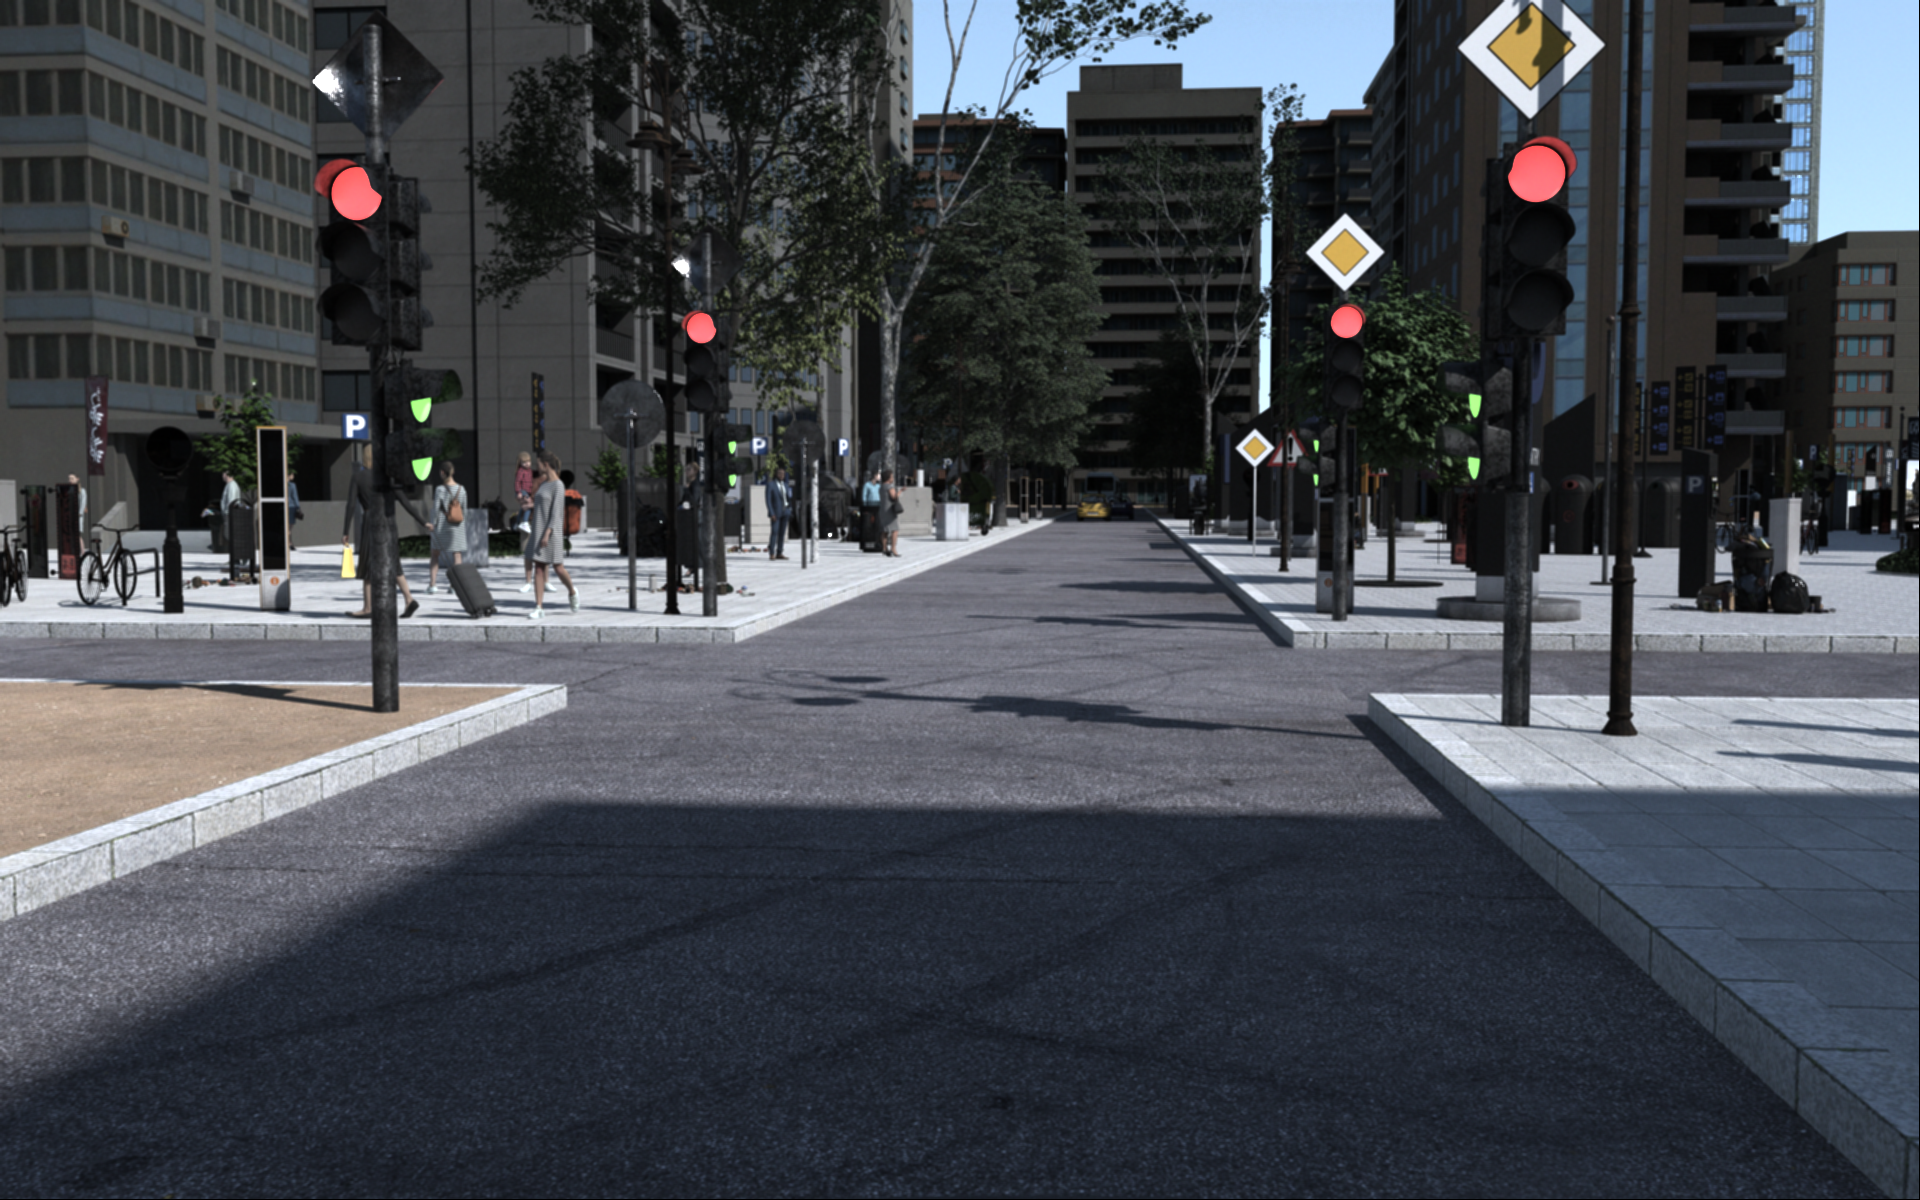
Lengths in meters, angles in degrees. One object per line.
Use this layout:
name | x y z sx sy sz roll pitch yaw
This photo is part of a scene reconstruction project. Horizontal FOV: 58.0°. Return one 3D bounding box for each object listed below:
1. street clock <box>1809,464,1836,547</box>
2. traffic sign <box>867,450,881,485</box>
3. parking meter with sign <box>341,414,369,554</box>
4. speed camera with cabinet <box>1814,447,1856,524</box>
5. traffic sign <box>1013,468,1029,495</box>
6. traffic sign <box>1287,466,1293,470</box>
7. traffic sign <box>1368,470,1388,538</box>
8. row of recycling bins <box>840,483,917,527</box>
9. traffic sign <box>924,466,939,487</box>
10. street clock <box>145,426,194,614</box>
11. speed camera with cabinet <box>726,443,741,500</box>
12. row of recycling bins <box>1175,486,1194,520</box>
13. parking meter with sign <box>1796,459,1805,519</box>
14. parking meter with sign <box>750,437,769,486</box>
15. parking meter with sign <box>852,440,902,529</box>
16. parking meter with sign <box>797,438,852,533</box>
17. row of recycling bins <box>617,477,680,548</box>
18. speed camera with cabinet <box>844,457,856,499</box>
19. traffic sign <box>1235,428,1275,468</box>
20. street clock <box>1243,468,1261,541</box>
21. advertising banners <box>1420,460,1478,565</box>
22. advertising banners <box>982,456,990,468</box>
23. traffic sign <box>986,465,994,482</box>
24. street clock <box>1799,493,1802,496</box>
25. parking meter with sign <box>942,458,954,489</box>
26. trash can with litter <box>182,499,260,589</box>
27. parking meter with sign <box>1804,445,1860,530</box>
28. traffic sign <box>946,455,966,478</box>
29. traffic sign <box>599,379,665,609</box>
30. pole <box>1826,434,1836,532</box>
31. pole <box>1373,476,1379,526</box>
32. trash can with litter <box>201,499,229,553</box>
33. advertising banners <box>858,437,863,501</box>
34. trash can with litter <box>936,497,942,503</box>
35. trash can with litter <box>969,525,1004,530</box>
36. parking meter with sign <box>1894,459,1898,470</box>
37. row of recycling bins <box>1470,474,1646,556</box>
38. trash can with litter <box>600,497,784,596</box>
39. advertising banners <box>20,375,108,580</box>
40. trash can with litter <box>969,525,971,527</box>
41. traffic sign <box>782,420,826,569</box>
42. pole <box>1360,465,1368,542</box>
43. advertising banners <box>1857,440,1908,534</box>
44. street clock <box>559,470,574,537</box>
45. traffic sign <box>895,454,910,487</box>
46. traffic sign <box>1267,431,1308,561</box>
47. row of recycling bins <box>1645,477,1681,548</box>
street clock | 21.081 -2.307 42.287 0.358 2.002 0.471 -3 4 -38
traffic sign | -2.349 -3.081 50.475 0.768 2.556 0.104 1 4 13
parking meter with sign | -12.704 -2.490 36.976 0.543 3.016 1.738 -2 4 -32
speed camera with cabinet | 36.880 -4.814 73.047 2.038 3.252 0.660 -2 4 -25
traffic sign | 2.949 -5.123 83.864 0.768 2.556 0.104 1 4 15
traffic sign | 7.480 -2.313 37.819 0.884 2.594 0.081 1 4 14
traffic sign | 12.318 -3.096 50.625 0.884 2.594 0.081 0 4 6
row of recycling bins | -3.151 -3.638 66.598 3.534 1.692 1.069 1 4 10
traffic sign | -1.356 -4.825 78.993 0.768 2.556 0.104 1 4 11
street clock | -8.485 -0.860 18.634 0.471 2.002 0.358 -1 4 -22
speed camera with cabinet | -8.720 -4.302 64.681 0.660 3.252 2.038 -1 4 -21
row of recycling bins | 12.011 -4.975 88.462 1.069 1.692 3.534 2 4 30
parking meter with sign | 41.839 -5.446 85.295 0.543 3.016 1.738 -1 4 -16
parking meter with sign | -6.019 -3.422 52.203 0.543 3.016 1.738 -1 4 -9
parking meter with sign | -2.779 -3.670 56.273 1.738 3.016 0.543 -1 4 -13
parking meter with sign | -4.374 -3.583 54.835 1.738 3.016 0.543 2 4 33
row of recycling bins | -7.565 -2.161 42.451 1.069 1.692 3.534 0 4 4
speed camera with cabinet | -5.975 -6.026 92.869 0.660 3.252 2.038 -1 4 -9
traffic sign | 5.901 -2.131 34.579 0.795 2.593 0.064 1 4 11
street clock | 8.001 -2.629 47.546 0.471 2.002 0.358 1 4 11
advertising banners | 9.197 -2.156 31.432 2.074 3.025 0.090 3 5 39
advertising banners | 0.599 -5.182 80.905 2.074 3.025 0.090 2 4 31
traffic sign | 1.444 -4.556 74.599 0.768 2.556 0.104 0 4 6
street clock | 42.304 -5.040 86.978 0.471 2.002 0.358 0 4 0
parking meter with sign | -0.396 -5.337 83.527 0.543 3.016 1.738 1 4 13
trash can with litter | -10.492 -0.823 24.514 1.678 1.210 2.233 1 4 9
parking meter with sign | 30.950 -3.969 61.153 1.738 3.016 0.543 0 4 -1
traffic sign | -0.024 -3.444 56.307 0.884 2.594 0.081 1 4 13
traffic sign | -3.661 -1.173 19.290 0.768 2.556 0.104 1 4 10
pole | 29.683 -3.987 59.037 0.158 3.312 0.155 0 3 0
pole | 16.577 -4.597 68.998 0.158 3.312 0.155 0 3 0
trash can with litter | -15.850 -1.596 37.478 0.624 1.170 1.055 1 4 10
advertising banners | -2.949 -3.438 52.406 0.090 3.025 2.074 0 4 -8
trash can with litter | -0.540 -3.907 75.273 1.055 1.170 0.624 0 4 -6
trash can with litter | 0.544 -3.170 62.892 2.233 1.210 1.678 3 4 37
parking meter with sign | 46.085 -5.382 84.264 0.543 3.016 1.738 0 4 6
row of recycling bins | 12.644 -1.831 37.045 3.534 1.692 1.069 2 4 27
trash can with litter | -3.466 -0.700 22.505 1.678 1.210 2.233 -2 4 -35
advertising banners | -13.372 -1.817 25.895 2.074 3.025 0.090 2 4 28
trash can with litter | 0.116 -3.483 68.330 0.624 1.170 1.055 -1 4 -17
traffic sign | -2.682 -1.811 29.713 0.768 2.556 0.104 0 4 6
pole | 10.820 -3.210 46.324 0.158 3.312 0.155 0 3 0
advertising banners | 29.637 -3.627 55.486 2.074 3.025 0.090 -1 4 -17
street clock | -11.852 -2.906 52.084 0.471 2.002 0.358 -3 5 -39
traffic sign | -1.971 -3.380 55.377 0.768 2.556 0.104 0 4 8
traffic sign | 6.310 -2.025 33.121 0.884 2.594 0.081 1 4 9
row of recycling bins | 16.761 -2.177 42.701 1.069 1.692 3.534 0 4 -6
